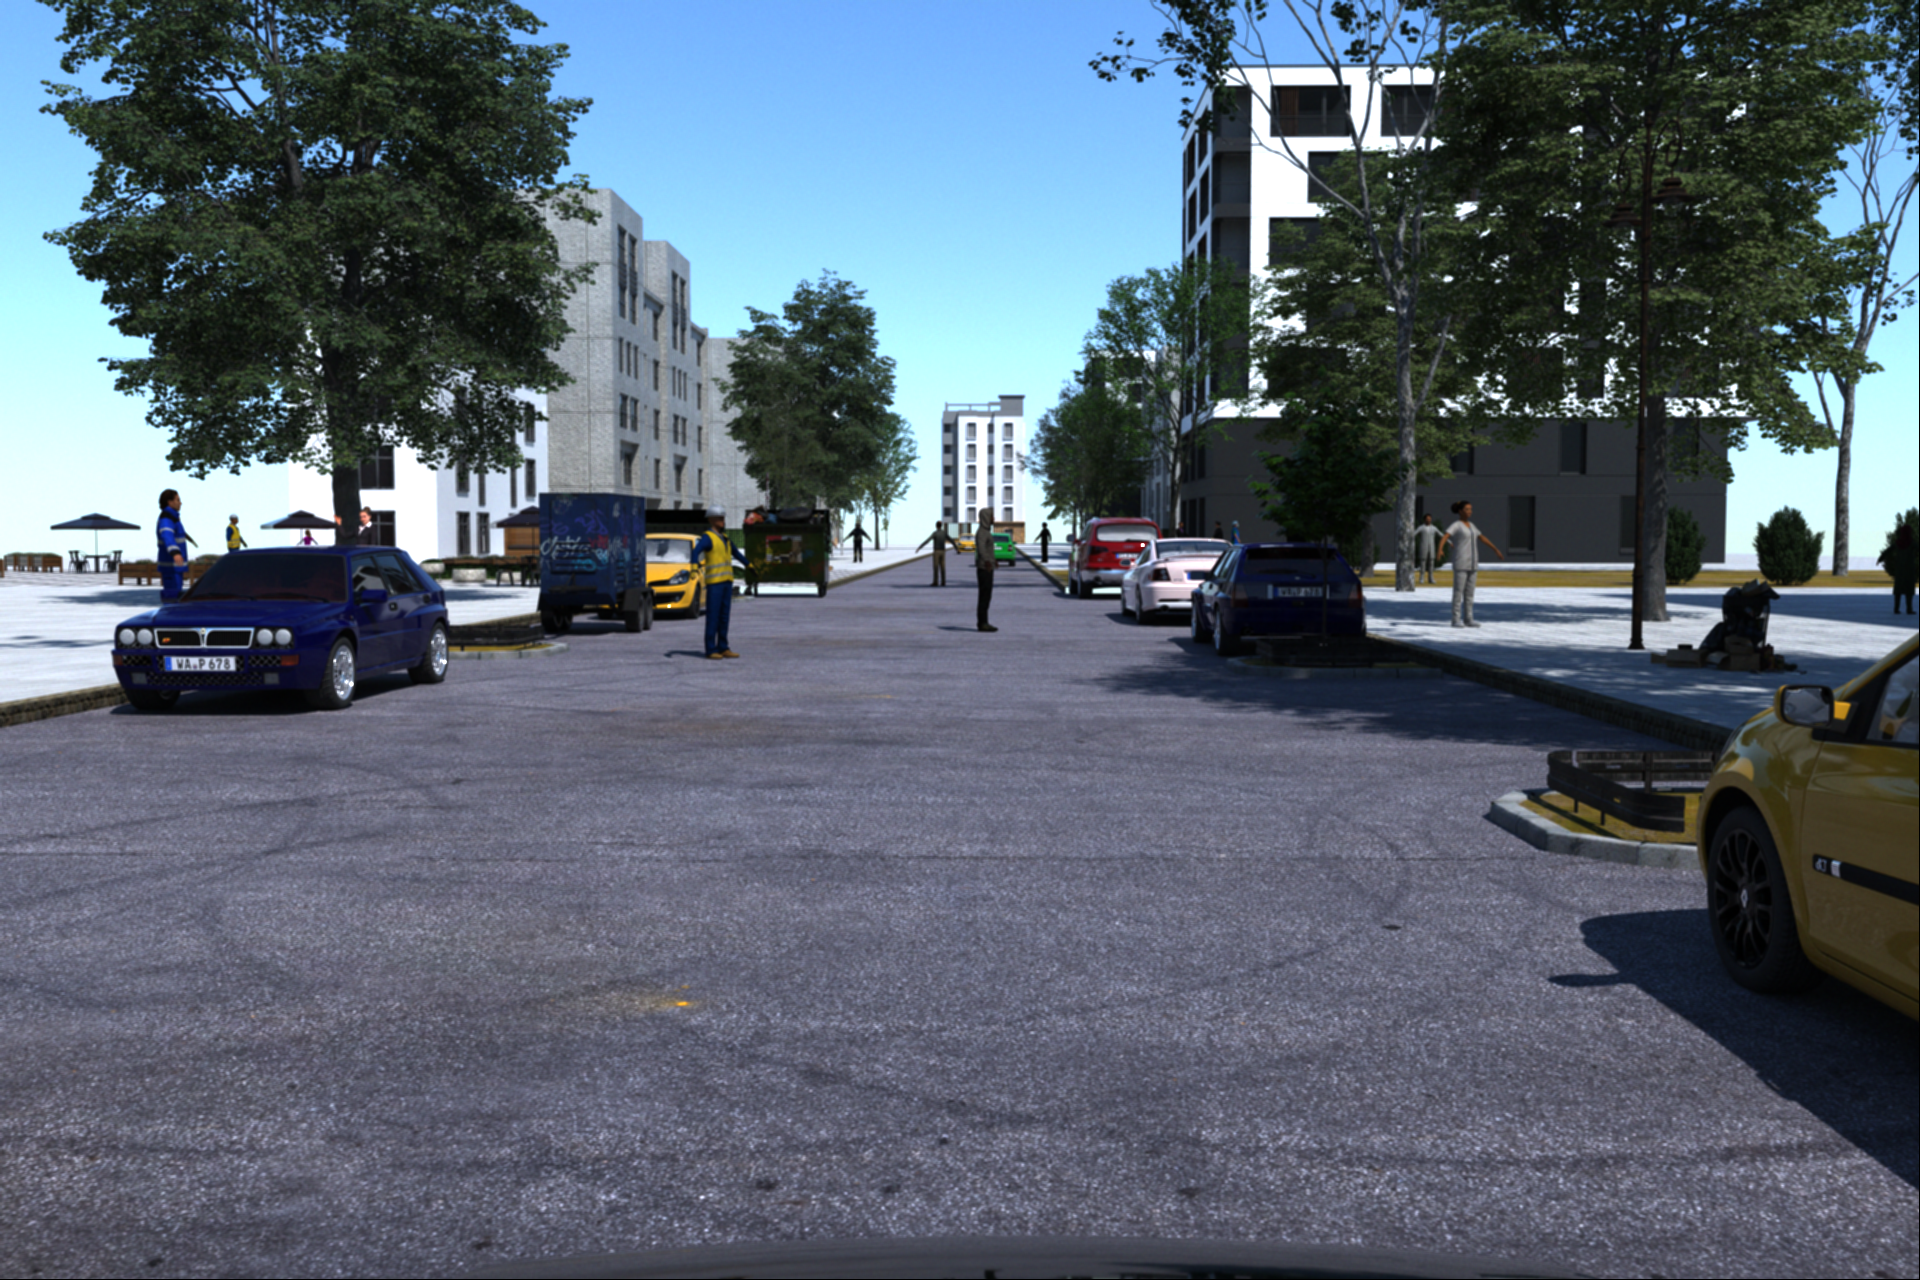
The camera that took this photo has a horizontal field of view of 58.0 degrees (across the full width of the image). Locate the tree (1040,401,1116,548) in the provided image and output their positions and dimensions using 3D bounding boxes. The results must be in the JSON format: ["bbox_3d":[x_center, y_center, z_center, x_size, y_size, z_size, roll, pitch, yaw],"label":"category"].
[{"bbox_3d":[10.118,-14.042,147.713,7.486,12.596,7.792,0,3,0],"label":"tree"}]

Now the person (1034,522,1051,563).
[{"bbox_3d":[3.754,-4.358,77.434,0.705,1.806,1.347,2,4,35],"label":"person"}]

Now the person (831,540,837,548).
[{"bbox_3d":[-3.902,-2.451,45.929,1.347,1.847,0.705,-2,4,-32],"label":"person"}]

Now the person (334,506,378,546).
[{"bbox_3d":[-9.750,-1.290,27.934,0.742,1.727,0.445,0,4,-4],"label":"person"}]

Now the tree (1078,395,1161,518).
[{"bbox_3d":[8.024,-8.525,89.740,4.737,8.622,4.395,0,3,0],"label":"tree"}]

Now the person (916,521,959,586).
[{"bbox_3d":[-0.588,-2.389,47.792,1.348,1.796,0.705,-2,4,-30],"label":"person"}]

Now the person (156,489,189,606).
[{"bbox_3d":[-9.570,-0.925,21.107,0.704,1.831,1.345,-1,4,-22],"label":"person"}]

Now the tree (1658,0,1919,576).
[{"bbox_3d":[27.743,-12.130,54.214,12.611,20.169,13.585,0,3,0],"label":"tree"}]

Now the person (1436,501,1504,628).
[{"bbox_3d":[6.988,-1.041,23.793,1.217,1.739,0.721,-2,4,-29],"label":"person"}]

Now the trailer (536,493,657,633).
[{"bbox_3d":[-5.347,-1.085,24.781,1.471,1.999,3.904,0,4,1],"label":"trailer"}]

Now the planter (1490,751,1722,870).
[{"bbox_3d":[3.644,0.787,8.279,1.991,0.319,1.994,0,4,1],"label":"planter"}]

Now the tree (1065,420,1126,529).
[{"bbox_3d":[8.156,-9.691,108.813,4.360,8.622,3.978,0,3,0],"label":"tree"}]

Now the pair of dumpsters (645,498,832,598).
[{"bbox_3d":[-5.154,-2.106,39.387,4.436,2.255,1.574,0,4,1],"label":"pair of dumpsters"}]

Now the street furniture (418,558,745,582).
[{"bbox_3d":[-11.120,-1.970,47.832,10.072,0.657,5.734,0,4,8],"label":"street furniture"}]

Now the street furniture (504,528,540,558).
[{"bbox_3d":[-11.956,-3.334,61.360,9.812,1.723,11.010,0,4,-7],"label":"street furniture"}]

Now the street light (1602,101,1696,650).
[{"bbox_3d":[7.536,-2.834,19.118,0.468,5.910,1.993,0,4,1],"label":"street light"}]

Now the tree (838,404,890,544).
[{"bbox_3d":[-15.591,-23.260,236.194,12.611,20.169,13.585,0,3,0],"label":"tree"}]

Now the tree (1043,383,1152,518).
[{"bbox_3d":[9.429,-11.779,118.337,9.928,11.665,9.643,0,3,0],"label":"tree"}]

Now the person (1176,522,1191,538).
[{"bbox_3d":[9.527,-4.185,74.655,1.346,1.802,0.704,-3,4,-36],"label":"person"}]

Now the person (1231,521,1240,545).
[{"bbox_3d":[11.320,-3.974,71.104,0.704,1.817,1.347,0,4,2],"label":"person"}]

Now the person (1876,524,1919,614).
[{"bbox_3d":[15.233,-1.141,27.861,0.599,1.438,0.989,-3,4,-36],"label":"person"}]

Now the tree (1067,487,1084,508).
[{"bbox_3d":[17.383,-18.803,233.185,9.928,11.665,9.643,0,3,0],"label":"tree"}]

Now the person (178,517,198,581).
[{"bbox_3d":[-21.586,-2.548,47.795,1.346,1.812,0.704,2,4,26],"label":"person"}]

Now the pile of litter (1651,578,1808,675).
[{"bbox_3d":[7.366,-0.164,16.642,1.176,0.858,1.719,0,4,1],"label":"pile of litter"}]

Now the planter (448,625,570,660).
[{"bbox_3d":[-5.780,0.025,20.730,1.991,0.319,1.994,0,4,1],"label":"planter"}]

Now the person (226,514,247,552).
[{"bbox_3d":[-19.812,-2.531,47.354,0.705,1.833,1.349,0,4,-5],"label":"person"}]

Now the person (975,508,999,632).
[{"bbox_3d":[0.403,-1.033,25.476,0.705,1.813,1.348,0,4,6],"label":"person"}]

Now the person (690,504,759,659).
[{"bbox_3d":[-2.727,-0.675,19.954,0.721,1.772,1.216,2,4,29],"label":"person"}]

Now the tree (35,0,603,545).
[{"bbox_3d":[-11.092,-7.592,30.786,9.857,13.997,8.962,0,3,0],"label":"tree"}]

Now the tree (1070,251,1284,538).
[{"bbox_3d":[7.961,-8.411,63.278,9.928,11.665,9.643,0,3,0],"label":"tree"}]

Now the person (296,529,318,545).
[{"bbox_3d":[-21.515,-2.922,57.034,0.599,1.433,0.991,2,4,35],"label":"person"}]

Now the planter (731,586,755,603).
[{"bbox_3d":[-5.442,-0.970,36.996,1.991,0.319,1.994,0,4,2],"label":"planter"}]

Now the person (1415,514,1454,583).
[{"bbox_3d":[12.140,-2.372,44.965,1.347,1.806,0.705,0,4,-3],"label":"person"}]

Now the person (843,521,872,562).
[{"bbox_3d":[-4.617,-4.429,78.189,1.354,1.856,0.705,1,4,14],"label":"person"}]

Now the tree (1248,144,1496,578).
[{"bbox_3d":[12.225,-8.140,51.215,7.486,12.596,7.792,0,3,0],"label":"tree"}]

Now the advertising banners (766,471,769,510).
[{"bbox_3d":[-5.402,-3.155,47.771,0.090,3.025,2.074,0,4,2],"label":"advertising banners"}]

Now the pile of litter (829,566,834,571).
[{"bbox_3d":[-5.005,-2.847,60.519,1.176,0.858,1.719,0,4,1],"label":"pile of litter"}]

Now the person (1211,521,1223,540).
[{"bbox_3d":[11.069,-4.194,74.507,0.705,1.837,1.347,2,4,30],"label":"person"}]

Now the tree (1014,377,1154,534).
[{"bbox_3d":[9.229,-13.518,131.381,12.009,13.543,11.850,0,3,0],"label":"tree"}]
